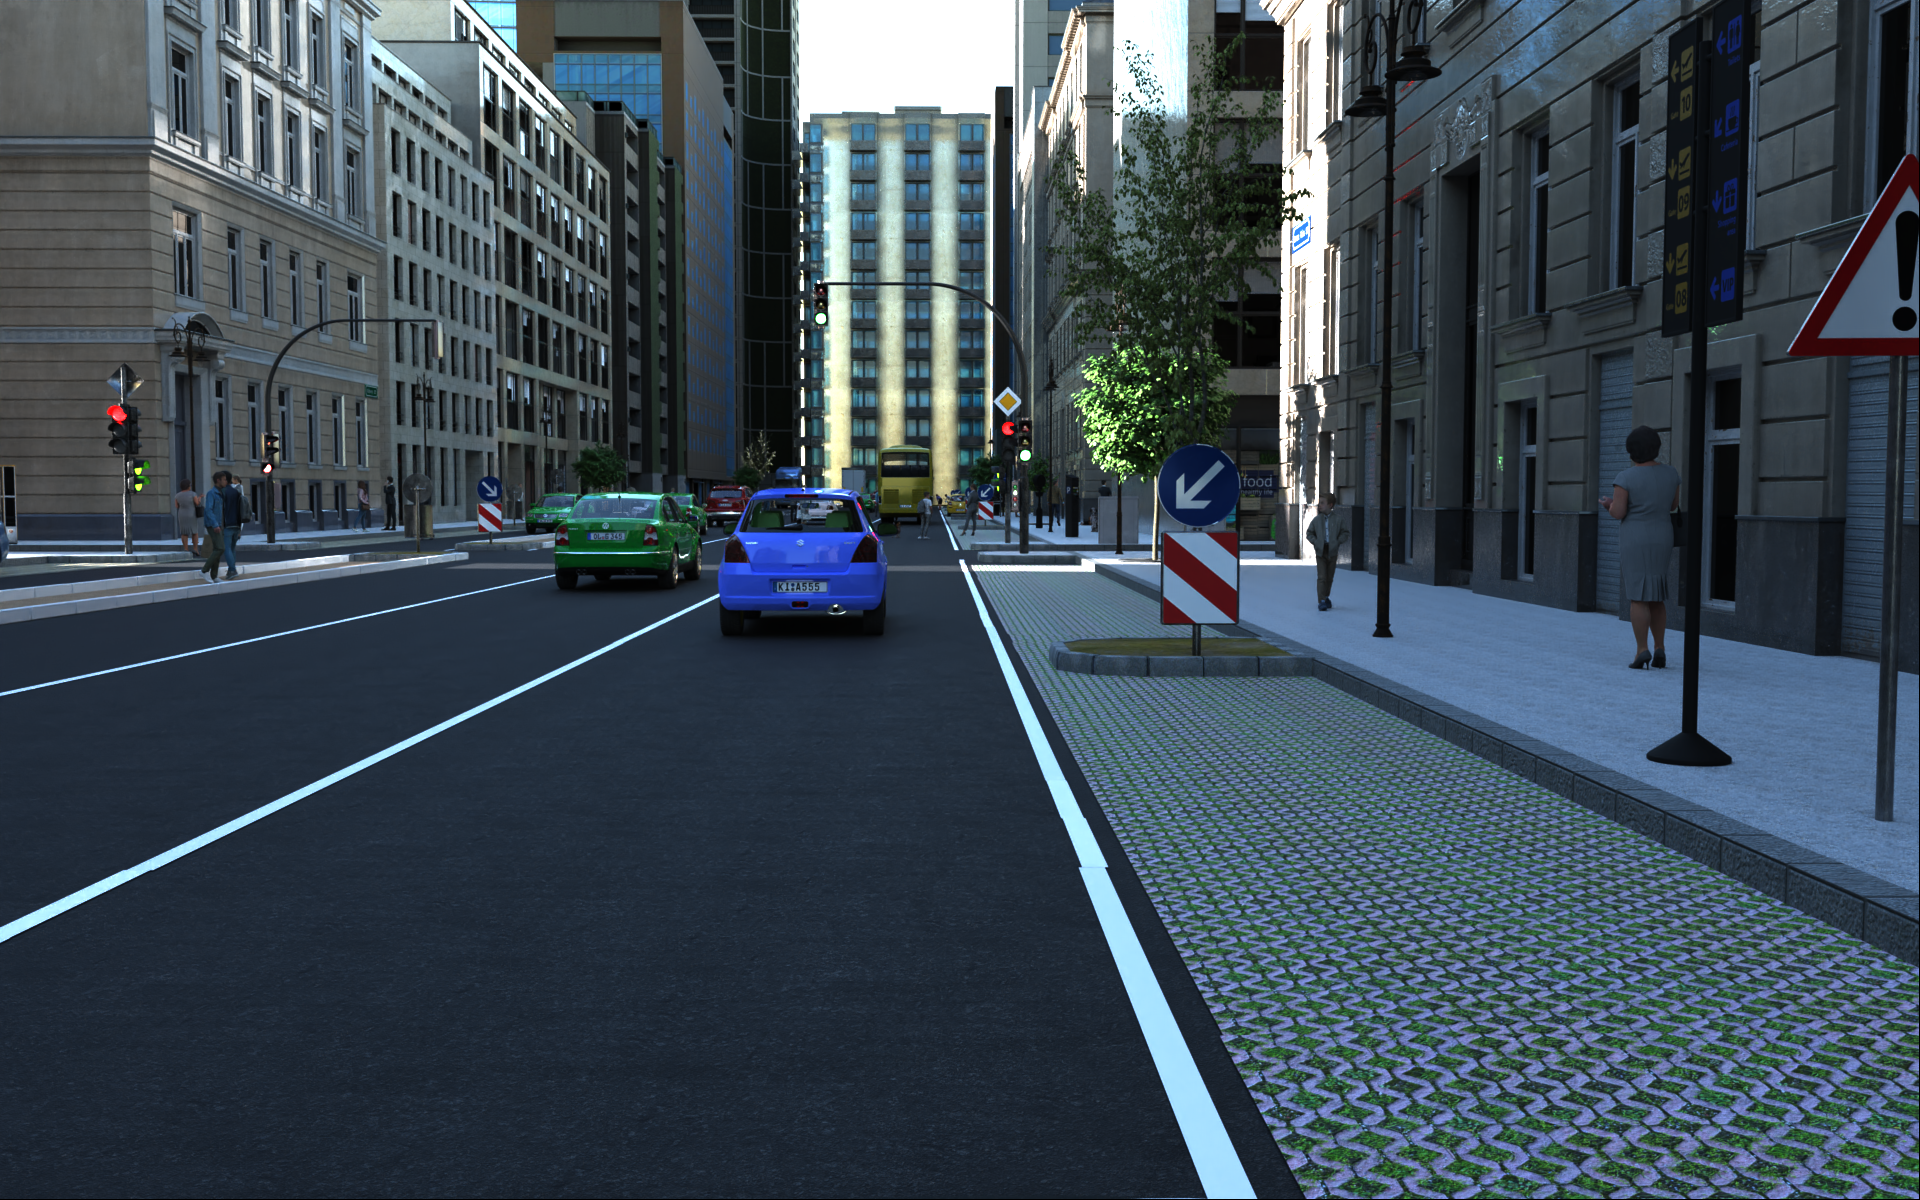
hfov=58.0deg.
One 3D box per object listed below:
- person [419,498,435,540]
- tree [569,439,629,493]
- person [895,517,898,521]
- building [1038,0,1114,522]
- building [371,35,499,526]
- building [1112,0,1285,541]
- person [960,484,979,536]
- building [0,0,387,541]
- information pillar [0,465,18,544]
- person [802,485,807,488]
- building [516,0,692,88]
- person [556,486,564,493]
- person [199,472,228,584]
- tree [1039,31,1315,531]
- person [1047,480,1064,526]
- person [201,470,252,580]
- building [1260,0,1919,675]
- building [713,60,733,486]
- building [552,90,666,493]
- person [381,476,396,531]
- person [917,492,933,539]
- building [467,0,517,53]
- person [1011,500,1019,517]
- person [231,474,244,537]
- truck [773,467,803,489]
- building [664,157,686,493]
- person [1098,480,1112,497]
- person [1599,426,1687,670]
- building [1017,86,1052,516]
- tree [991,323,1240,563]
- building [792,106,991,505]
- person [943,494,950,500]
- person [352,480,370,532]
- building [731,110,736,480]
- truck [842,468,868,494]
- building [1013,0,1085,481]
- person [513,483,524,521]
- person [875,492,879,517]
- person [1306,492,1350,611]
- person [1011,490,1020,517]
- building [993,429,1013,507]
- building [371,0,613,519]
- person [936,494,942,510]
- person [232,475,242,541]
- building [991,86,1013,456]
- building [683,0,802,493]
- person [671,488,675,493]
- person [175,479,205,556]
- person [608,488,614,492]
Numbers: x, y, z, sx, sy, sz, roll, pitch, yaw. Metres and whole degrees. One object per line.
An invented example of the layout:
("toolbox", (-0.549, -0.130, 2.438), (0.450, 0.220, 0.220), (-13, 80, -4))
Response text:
("person", (-16.707, -2.758, 54.022), (0.576, 1.772, 0.534), (1, 4, 13))
("tree", (-21.432, -7.289, 102.889), (4.285, 4.588, 4.351), (0, 3, 0))
("person", (-3.707, -5.150, 92.611), (0.836, 1.842, 0.656), (1, 4, 16))
("building", (10.912, -17.793, 88.173), (12.463, 27.353, 25.104), (0, 4, -1))
("building", (-27.700, -13.533, 76.021), (10.420, 20.320, 16.860), (0, 4, -1))
("building", (22.939, -15.390, 56.142), (34.151, 26.468, 19.350), (0, 4, -1))
("person", (0.317, -3.093, 59.345), (0.573, 1.790, 0.520), (1, 4, 20))
("building", (-28.394, -16.550, 56.494), (13.634, 28.700, 20.117), (0, 4, -1))
("information pillar", (-24.284, -2.429, 44.202), (0.304, 2.012, 0.304), (-3, 5, -42))
("person", (-5.823, -3.389, 64.264), (0.624, 1.780, 0.694), (-2, 4, -30))
("building", (-30.597, -30.926, 155.744), (14.600, 45.320, 14.200), (0, 4, -1))
("person", (-17.004, -3.994, 74.161), (0.716, 1.782, 0.532), (-1, 4, -22))
("person", (-11.864, -1.144, 27.541), (0.444, 1.785, 0.601), (0, 4, -2))
("tree", (3.418, -4.700, 27.207), (4.737, 8.622, 4.395), (0, 3, 0))
("person", (3.859, -3.904, 69.785), (0.656, 1.842, 0.836), (-1, 4, -17))
("person", (-12.284, -1.252, 28.954), (0.713, 1.824, 0.794), (3, 5, 40))
("building", (12.262, -13.778, 22.541), (12.463, 27.353, 25.104), (0, 4, -1))
("building", (-30.827, -31.792, 169.916), (14.600, 45.320, 14.200), (0, 4, -1))
("building", (-30.156, -21.765, 127.566), (14.160, 30.474, 14.107), (0, 4, -1))
("person", (-20.094, -3.396, 60.937), (0.474, 1.900, 0.648), (-2, 4, -31))
("person", (-1.132, -2.709, 55.394), (0.503, 1.515, 0.523), (0, 4, -7))
("building", (-54.626, -53.110, 181.015), (31.000, 86.520, 22.319), (0, 4, -1))
("person", (3.031, -5.650, 98.268), (0.795, 1.843, 0.661), (0, 4, -5))
("person", (-20.196, -2.593, 48.313), (0.514, 1.842, 0.818), (-1, 4, -17))
("truck", (-16.816, -11.483, 177.503), (2.967, 4.110, 18.799), (0, 4, 0))
("building", (-30.620, -22.652, 142.068), (14.160, 30.474, 14.107), (0, 4, -1))
("person", (6.335, -4.279, 75.363), (0.648, 1.900, 0.474), (0, 4, 0))
("person", (5.086, -0.390, 12.775), (0.716, 1.782, 0.532), (-1, 4, -8))
("building", (10.140, -17.902, 110.717), (12.078, 24.808, 19.932), (0, 4, -1))
("tree", (3.678, -3.011, 32.948), (4.285, 4.588, 4.351), (0, 3, 0))
("building", (-5.277, -36.509, 216.534), (30.456, 49.044, 23.786), (0, 4, -1))
("person", (-1.048, -8.844, 156.289), (0.628, 1.438, 0.799), (3, 4, 37))
("person", (-20.182, -3.160, 58.300), (0.643, 1.750, 0.593), (-2, 4, -28))
("building", (-32.085, -32.791, 186.249), (14.200, 45.320, 14.600), (0, 4, -1))
("truck", (-11.536, -12.232, 188.901), (2.839, 4.237, 11.283), (0, 4, -2))
("building", (14.635, -36.249, 134.675), (21.231, 58.520, 28.212), (0, 4, -1))
("person", (-21.047, -4.666, 82.555), (0.641, 1.798, 0.478), (2, 4, 30))
("person", (-4.966, -6.031, 106.970), (0.638, 1.841, 0.748), (-1, 4, -18))
("person", (4.089, -0.546, 19.240), (0.475, 1.303, 0.640), (0, 4, 3))
("person", (2.945, -5.468, 95.546), (0.778, 1.811, 0.616), (1, 4, 11))
("building", (14.862, -52.031, 163.378), (22.319, 86.520, 31.000), (0, 4, -1))
("building", (-33.210, -18.163, 101.489), (19.350, 26.468, 34.151), (0, 4, -1))
("person", (-1.860, -8.596, 152.272), (0.697, 1.427, 0.421), (3, 5, 45))
("person", (-19.918, -2.511, 47.371), (0.573, 1.790, 0.520), (-2, 4, -27))
("building", (10.464, -32.845, 187.128), (14.600, 45.320, 14.200), (0, 4, -1))
("building", (-30.791, -47.475, 214.467), (20.611, 71.187, 20.563), (0, 4, -1))
("person", (-18.649, -6.359, 112.342), (0.514, 1.842, 0.818), (1, 4, 21))
("person", (-17.688, -1.902, 39.956), (0.716, 1.782, 0.532), (0, 4, -2))
("person", (-22.529, -6.427, 111.542), (0.534, 1.772, 0.576), (2, 4, 33))
